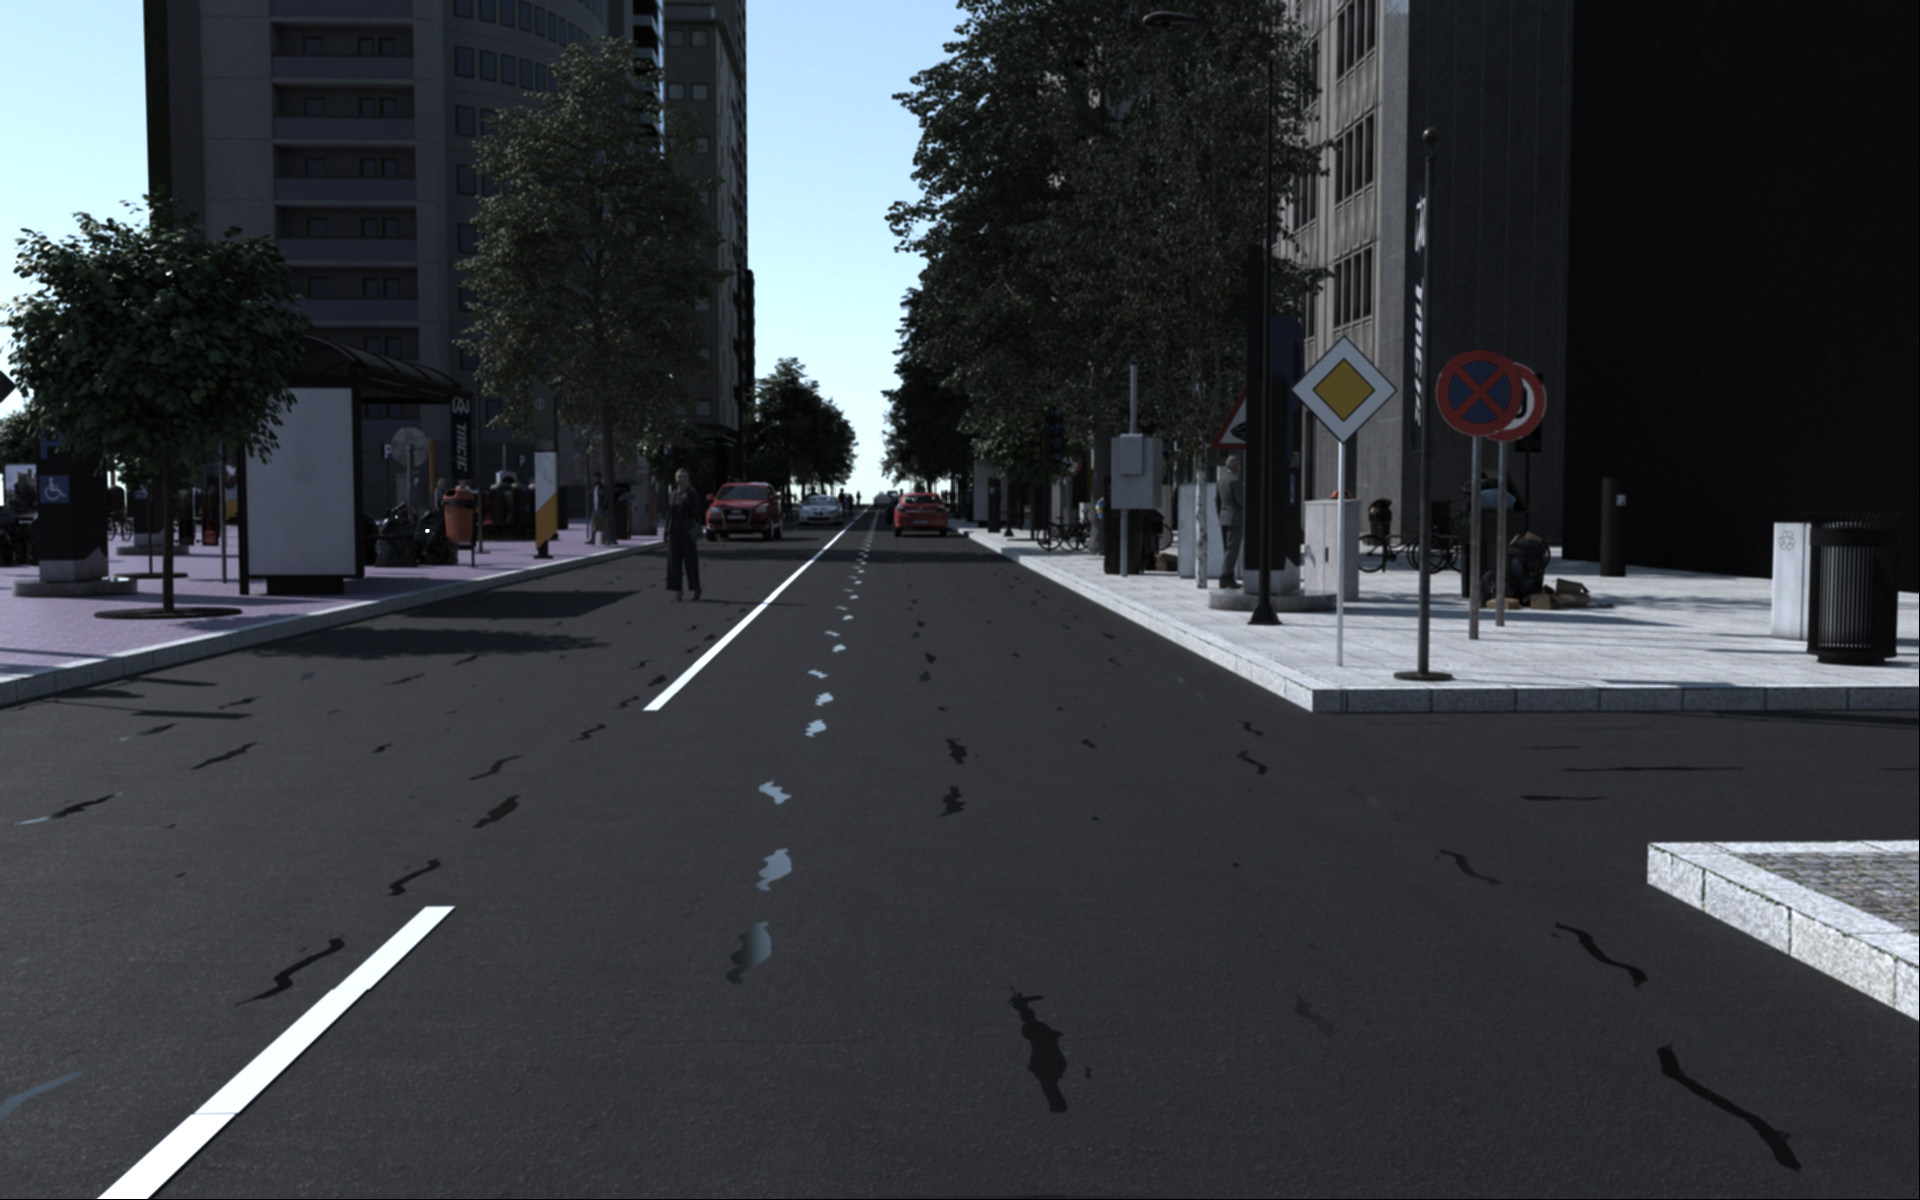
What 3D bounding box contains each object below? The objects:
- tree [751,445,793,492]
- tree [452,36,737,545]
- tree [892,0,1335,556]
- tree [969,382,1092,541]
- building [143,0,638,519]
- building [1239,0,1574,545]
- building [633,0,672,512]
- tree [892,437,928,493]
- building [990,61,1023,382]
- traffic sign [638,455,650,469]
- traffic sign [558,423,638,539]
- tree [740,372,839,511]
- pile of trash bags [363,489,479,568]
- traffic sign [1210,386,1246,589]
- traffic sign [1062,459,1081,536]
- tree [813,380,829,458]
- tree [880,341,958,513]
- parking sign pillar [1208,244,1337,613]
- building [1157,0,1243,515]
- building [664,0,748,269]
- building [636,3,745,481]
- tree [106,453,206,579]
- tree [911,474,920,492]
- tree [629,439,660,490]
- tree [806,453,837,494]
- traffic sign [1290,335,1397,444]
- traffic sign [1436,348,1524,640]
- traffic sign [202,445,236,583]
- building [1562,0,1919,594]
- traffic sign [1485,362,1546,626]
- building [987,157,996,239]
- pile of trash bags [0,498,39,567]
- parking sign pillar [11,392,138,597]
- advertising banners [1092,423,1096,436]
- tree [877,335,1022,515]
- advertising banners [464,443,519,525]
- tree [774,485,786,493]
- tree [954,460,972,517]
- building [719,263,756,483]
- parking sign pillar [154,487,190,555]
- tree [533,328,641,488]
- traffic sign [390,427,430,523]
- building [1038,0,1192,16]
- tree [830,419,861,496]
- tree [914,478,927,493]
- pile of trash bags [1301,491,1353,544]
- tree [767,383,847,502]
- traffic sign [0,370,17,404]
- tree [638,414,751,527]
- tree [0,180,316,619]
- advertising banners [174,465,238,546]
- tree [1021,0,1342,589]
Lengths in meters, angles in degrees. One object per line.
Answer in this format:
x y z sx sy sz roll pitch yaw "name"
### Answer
-12.657 -8.089 115.967 4.285 4.588 4.351 0 3 0 "tree"
-9.179 -7.665 43.457 7.486 12.596 7.792 0 3 0 "tree"
3.078 -7.912 36.023 9.857 13.997 8.962 0 3 0 "tree"
2.078 -3.919 47.794 4.285 4.588 4.351 0 3 0 "tree"
-31.425 -34.129 100.012 21.231 58.520 28.212 0 4 -3 "building"
16.606 -14.361 52.829 12.078 24.808 19.932 0 4 -3 "building"
-32.817 -49.908 128.675 22.319 86.520 31.000 0 4 -3 "building"
-4.860 -17.525 220.949 7.601 10.594 8.767 0 4 -7 "tree"
18.432 -37.532 202.888 28.713 52.752 27.495 0 4 -3 "building"
-10.575 -3.473 56.884 0.768 2.556 0.104 0 4 5 "traffic sign"
-10.386 -3.417 49.744 2.265 3.308 0.079 0 4 0 "traffic sign"
-13.300 -12.075 131.835 7.601 10.594 8.767 1 4 23 "tree"
-9.709 -1.297 30.960 3.447 1.369 1.912 3 5 41 "pile of trash bags"
3.404 -1.260 20.602 0.884 2.594 0.081 0 4 1 "traffic sign"
3.243 -3.176 52.039 0.768 2.556 0.104 0 4 -2 "traffic sign"
-14.434 -13.745 142.865 7.486 12.596 7.792 0 3 0 "tree"
-0.428 -12.800 119.652 12.009 13.543 11.850 0 3 0 "tree"
3.515 -1.888 19.337 1.447 3.967 1.447 1 4 20 "parking sign pillar"
16.152 -17.016 75.480 12.463 27.353 25.104 0 4 -3 "building"
-36.552 -48.410 229.750 20.563 71.187 20.611 0 4 -3 "building"
-39.022 -36.851 191.752 28.713 52.752 27.495 0 4 -3 "building"
-12.408 -1.951 26.503 1.663 3.219 1.824 0 3 0 "tree"
-5.540 -17.009 228.455 4.360 8.622 3.978 0 3 0 "tree"
-10.742 -3.903 58.413 1.663 3.219 1.824 0 3 0 "tree"
-15.791 -14.900 193.974 4.360 8.622 3.978 0 3 0 "tree"
2.844 -0.649 12.801 0.795 2.593 0.064 0 4 -3 "traffic sign"
4.534 -0.924 15.208 0.768 2.556 0.104 0 3 0 "traffic sign"
-10.589 -1.391 24.874 0.606 2.300 0.079 0 4 1 "traffic sign"
20.024 -12.107 27.620 15.834 23.373 12.332 0 4 -3 "building"
5.244 -1.017 16.742 0.768 2.556 0.104 0 4 5 "traffic sign"
14.756 -37.485 232.483 23.786 49.044 30.456 0 4 -3 "building"
-17.099 -1.369 32.142 1.912 1.369 3.447 -1 4 -9 "pile of trash bags"
-11.337 -2.056 22.081 1.447 3.967 1.447 -1 4 -9 "parking sign pillar"
4.141 -2.876 43.216 2.074 3.025 0.090 -2 4 -27 "advertising banners"
0.296 -11.620 106.989 9.611 12.733 9.660 0 3 0 "tree"
-16.186 -3.868 59.427 2.074 3.025 0.090 0 4 2 "advertising banners"
-13.377 -8.009 125.543 1.663 3.219 1.824 0 3 0 "tree"
0.450 -6.261 96.973 1.663 3.219 1.824 0 3 0 "tree"
-32.809 -27.041 213.814 14.160 30.474 14.107 0 4 -3 "building"
-17.190 -2.952 36.741 1.447 3.967 1.447 -1 4 -12 "parking sign pillar"
-15.538 -7.476 72.592 4.360 8.622 3.978 0 3 0 "tree"
-10.472 -2.012 32.997 0.768 2.556 0.104 0 4 3 "traffic sign"
20.813 -33.772 141.406 28.713 52.752 27.495 0 4 -3 "building"
-17.387 -18.917 235.049 9.928 11.665 9.643 0 3 0 "tree"
-4.674 -12.103 192.488 1.663 3.219 1.824 0 3 0 "tree"
8.501 -2.160 45.064 3.447 1.369 1.912 0 4 3 "pile of trash bags"
-16.295 -16.026 179.033 9.611 12.733 9.660 0 3 0 "tree"
-7.141 -0.623 12.382 0.795 2.593 0.064 0 4 -3 "traffic sign"
-11.162 -5.101 67.108 4.285 4.588 4.351 0 3 0 "tree"
-8.434 -2.111 18.232 4.285 4.588 4.351 0 3 0 "tree"
-18.676 -2.864 43.014 2.074 3.025 0.090 1 4 20 "advertising banners"
3.044 -4.460 23.279 4.360 8.622 3.978 0 3 0 "tree"
